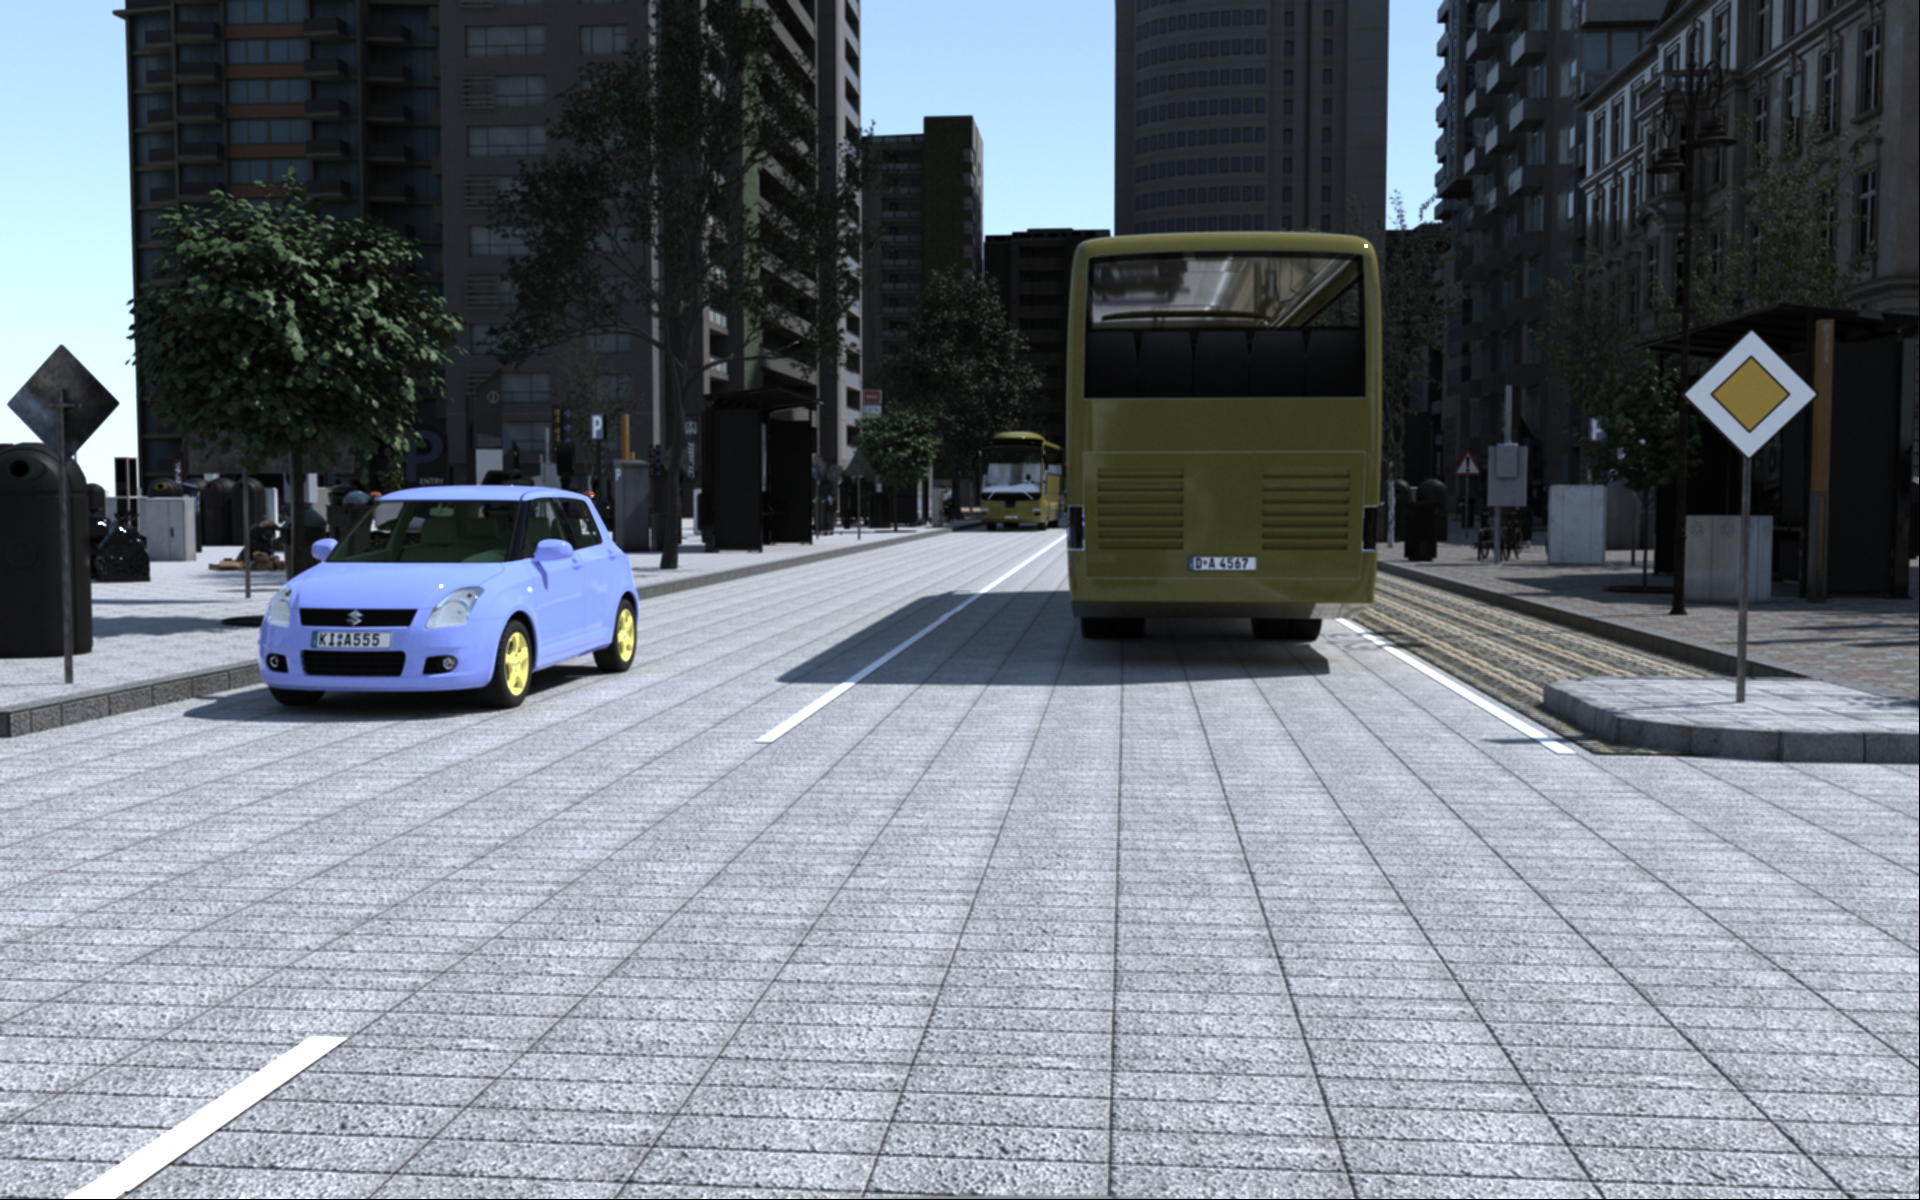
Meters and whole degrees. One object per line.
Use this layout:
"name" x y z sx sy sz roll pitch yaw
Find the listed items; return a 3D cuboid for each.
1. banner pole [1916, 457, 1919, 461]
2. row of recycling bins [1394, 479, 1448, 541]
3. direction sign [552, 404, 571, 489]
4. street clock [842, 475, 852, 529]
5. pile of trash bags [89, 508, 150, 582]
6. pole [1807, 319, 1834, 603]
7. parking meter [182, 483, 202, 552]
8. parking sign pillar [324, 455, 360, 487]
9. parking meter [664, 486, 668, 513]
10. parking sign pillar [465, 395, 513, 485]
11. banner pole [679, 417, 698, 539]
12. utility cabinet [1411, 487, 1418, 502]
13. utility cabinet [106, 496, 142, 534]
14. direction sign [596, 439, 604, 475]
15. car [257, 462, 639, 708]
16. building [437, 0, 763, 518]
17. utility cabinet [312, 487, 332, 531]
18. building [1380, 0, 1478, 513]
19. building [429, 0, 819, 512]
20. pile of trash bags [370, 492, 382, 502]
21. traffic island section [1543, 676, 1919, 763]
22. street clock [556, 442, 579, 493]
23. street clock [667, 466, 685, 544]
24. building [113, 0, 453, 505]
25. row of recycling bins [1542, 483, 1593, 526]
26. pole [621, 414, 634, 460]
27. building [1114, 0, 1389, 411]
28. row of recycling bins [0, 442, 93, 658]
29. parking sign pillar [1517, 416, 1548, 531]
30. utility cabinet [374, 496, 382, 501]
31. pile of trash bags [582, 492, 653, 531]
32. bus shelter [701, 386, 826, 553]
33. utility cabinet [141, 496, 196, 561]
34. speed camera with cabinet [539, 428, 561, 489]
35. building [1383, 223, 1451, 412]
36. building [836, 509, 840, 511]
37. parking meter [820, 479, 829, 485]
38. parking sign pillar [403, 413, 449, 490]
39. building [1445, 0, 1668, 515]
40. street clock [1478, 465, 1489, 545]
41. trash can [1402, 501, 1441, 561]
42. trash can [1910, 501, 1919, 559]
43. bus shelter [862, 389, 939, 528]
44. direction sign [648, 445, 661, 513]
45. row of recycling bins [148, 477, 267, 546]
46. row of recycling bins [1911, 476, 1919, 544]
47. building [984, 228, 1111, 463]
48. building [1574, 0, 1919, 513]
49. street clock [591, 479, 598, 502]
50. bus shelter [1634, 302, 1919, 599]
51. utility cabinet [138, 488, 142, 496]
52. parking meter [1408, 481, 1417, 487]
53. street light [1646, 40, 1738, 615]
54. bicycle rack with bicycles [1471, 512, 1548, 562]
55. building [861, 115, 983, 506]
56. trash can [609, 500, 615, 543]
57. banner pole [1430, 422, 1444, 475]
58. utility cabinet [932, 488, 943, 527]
"banner pole" 9.132 -1.575 15.776 0.863 3.779 0.401 0 4 -3
"row of recycling bins" 11.636 -2.489 47.809 3.534 1.692 1.069 1 4 13
"direction sign" -10.118 -3.185 44.073 0.379 3.537 0.876 1 4 16
"street clock" -4.157 -3.618 63.719 0.358 2.002 0.471 -1 4 -16
"pile of trash bags" -13.667 -0.932 24.990 3.447 1.369 1.912 -3 4 -38
"pole" 10.106 -1.620 20.335 0.158 3.312 0.155 0 3 0
"parking meter" -16.899 -1.816 38.099 0.372 1.533 0.369 0 3 0
"parking sign pillar" -24.224 -4.855 67.856 1.447 3.967 1.447 -2 4 -27
"parking meter" -9.286 -2.883 55.555 0.372 1.533 0.369 0 3 0
"parking sign pillar" -12.901 -3.612 47.535 1.447 3.967 1.447 2 4 33
"banner pole" -7.828 -3.644 49.599 0.863 3.779 0.401 2 4 25
"utility cabinet" 14.288 -2.811 54.634 1.173 1.500 0.318 -2 4 -26
"utility cabinet" -22.825 -2.222 47.490 1.020 1.237 0.306 -1 4 -18
"direction sign" -14.819 -4.854 71.353 0.379 3.537 0.876 0 4 5
"car" -3.657 -0.195 12.782 1.945 1.707 3.694 0 4 7
"building" -19.237 -25.175 95.201 14.154 41.232 14.086 0 4 5
"utility cabinet" -20.264 -2.861 55.456 0.318 1.500 1.173 2 4 34
"building" 43.874 -49.831 127.406 22.319 86.520 31.000 0 4 5
"building" -21.684 -29.954 113.448 21.300 48.544 21.600 0 4 5
"pile of trash bags" -23.201 -3.875 73.115 3.447 1.369 1.912 -2 4 -24
"traffic island section" 4.832 0.709 10.687 2.009 0.180 2.903 0 4 5
"street clock" -5.465 -1.192 24.055 0.358 2.002 0.471 -1 4 -9
"street clock" -7.236 -2.421 44.147 0.358 2.002 0.471 -3 5 -43
"building" -51.156 -29.818 142.146 28.867 44.769 22.147 0 4 5
"row of recycling bins" 22.174 -3.522 64.694 3.534 1.692 1.069 0 4 -8
"pole" -8.502 -3.073 44.079 0.158 3.312 0.155 0 3 0
"building" 31.080 -39.679 190.743 28.212 58.520 21.231 0 4 5
"row of recycling bins" -8.760 -0.427 14.088 3.534 1.692 1.069 0 4 7
"parking sign pillar" 19.852 -4.395 60.333 1.447 3.967 1.447 3 5 43
"utility cabinet" -21.597 -3.326 65.542 1.020 1.237 0.306 -2 4 -31
"pile of trash bags" -13.022 -3.384 65.080 3.447 1.369 1.912 3 4 36
"bus shelter" -4.549 -3.040 40.988 1.731 3.624 6.357 0 4 6
"utility cabinet" -15.152 -1.350 33.238 1.020 1.237 0.306 2 4 24
"speed camera with cabinet" -11.937 -3.472 51.101 0.660 3.252 2.038 -1 4 -16
"building" 51.947 -25.434 187.547 14.107 30.474 14.160 0 4 5
"building" -22.501 -36.549 139.568 28.212 58.520 21.231 0 4 5
"parking meter" -5.254 -3.748 66.994 0.399 1.863 0.255 0 4 -4
"parking sign pillar" -16.227 -3.924 52.637 1.447 3.967 1.447 -1 4 -16
"building" 41.465 -29.258 97.969 23.786 49.044 30.456 0 4 5
"street clock" 13.074 -2.359 43.139 0.358 2.002 0.471 1 4 11
"trash can" 8.835 -1.318 33.202 0.748 1.137 0.748 0 3 0
"trash can" 18.724 -1.387 34.332 0.748 1.137 0.748 0 3 0
"bus shelter" -2.406 -5.592 69.059 2.179 5.291 8.768 0 4 6
"direction sign" -14.090 -5.380 79.966 0.876 3.537 0.379 3 5 43
"row of recycling bins" -18.982 -2.237 43.695 3.534 1.692 1.069 1 4 21
"row of recycling bins" 21.954 -2.062 40.822 3.534 1.692 1.069 3 4 38
"building" 9.785 -25.658 191.216 14.107 30.474 14.160 0 4 5
"building" 33.070 -15.032 64.863 14.460 24.649 34.723 0 4 5
"street clock" -17.191 -4.706 81.507 0.471 2.002 0.358 -1 4 -16
"bus shelter" 11.192 -2.018 24.280 1.731 3.624 6.357 0 4 6
"utility cabinet" -27.192 -2.955 56.994 0.318 1.500 1.173 -3 4 -38
"parking meter" 20.007 -4.343 76.716 0.399 1.863 0.255 1 4 23
"street light" 7.656 -2.783 18.284 0.468 5.910 1.993 0 4 5
"bicycle rack with bicycles" 11.048 -1.234 33.560 2.852 0.926 2.925 3 4 37
"building" -4.818 -31.035 191.019 14.086 41.232 14.154 0 4 5
"trash can" -8.013 -1.823 41.458 0.748 1.137 0.748 0 3 0
"banner pole" 16.639 -4.318 60.617 0.863 3.779 0.401 -3 4 -36
"utility cabinet" -0.867 -3.624 67.930 0.318 1.500 1.173 0 4 6
